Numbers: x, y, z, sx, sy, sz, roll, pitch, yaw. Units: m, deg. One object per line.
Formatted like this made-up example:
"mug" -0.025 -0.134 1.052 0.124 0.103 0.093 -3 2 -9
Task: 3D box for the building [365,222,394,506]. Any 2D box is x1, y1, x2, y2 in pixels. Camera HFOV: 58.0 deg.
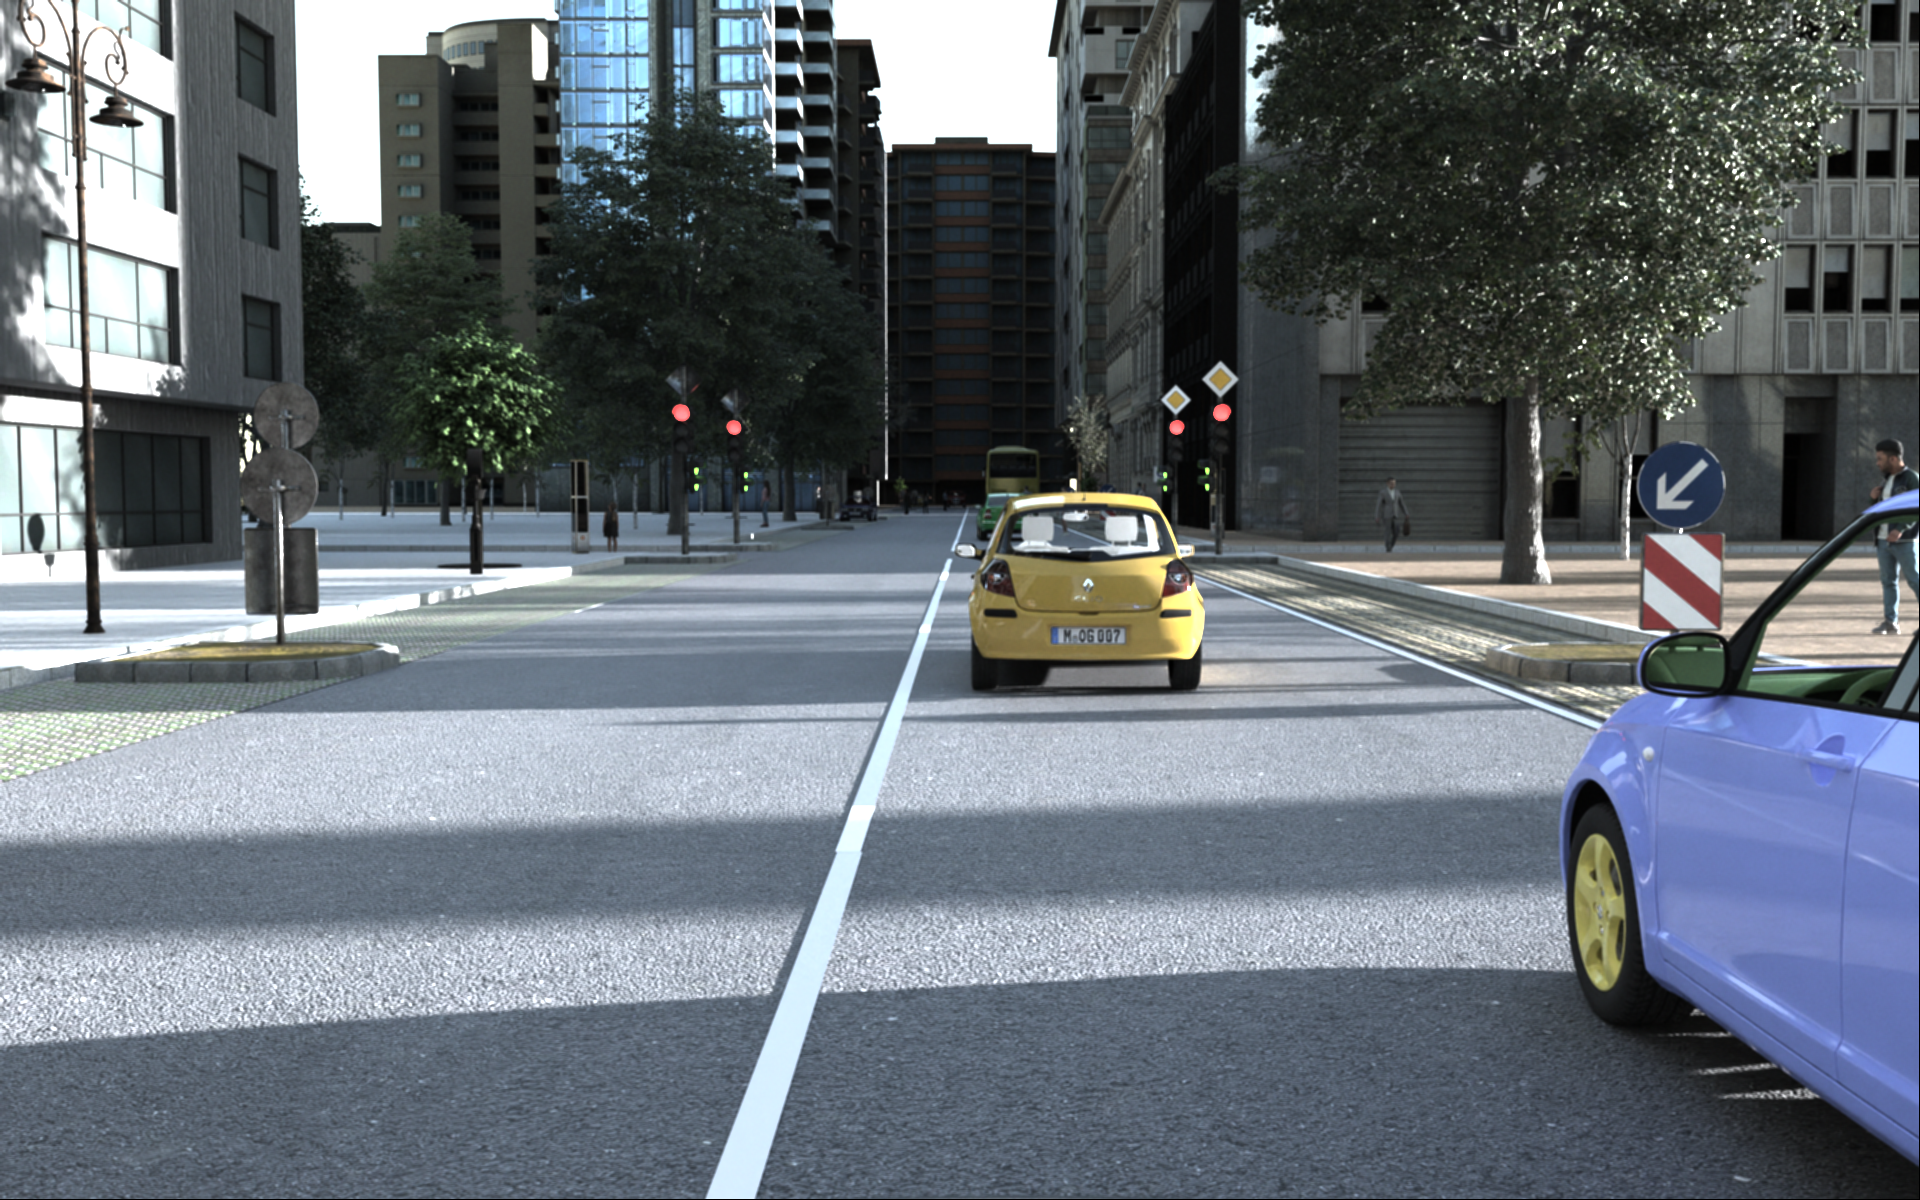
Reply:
"building" -65.296 -25.455 187.886 14.107 30.474 14.160 0 4 0

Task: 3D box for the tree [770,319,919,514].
"tree" -7.927 -12.482 114.457 12.009 13.543 11.850 0 3 0

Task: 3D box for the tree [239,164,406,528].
"tree" -23.491 -8.645 58.359 9.611 12.733 9.660 0 3 0

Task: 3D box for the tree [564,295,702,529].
"tree" -11.969 -6.937 63.778 4.360 8.622 3.978 0 3 0

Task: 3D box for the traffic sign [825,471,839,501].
"traffic sign" -7.079 -5.840 95.588 0.768 2.556 0.104 0 4 4

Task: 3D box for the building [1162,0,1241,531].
"building" 14.998 -14.561 67.755 12.332 23.373 15.834 0 4 0

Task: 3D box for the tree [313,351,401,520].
"tree" -31.127 -8.313 86.274 4.360 8.622 3.978 0 3 0

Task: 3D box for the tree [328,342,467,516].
"tree" -33.383 -10.187 100.962 7.601 10.594 8.767 0 4 8

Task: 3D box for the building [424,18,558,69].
"building" -50.050 -41.083 213.711 28.212 58.520 21.231 0 4 0

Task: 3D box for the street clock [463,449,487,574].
"street clock" -7.751 -1.415 27.705 0.358 2.002 0.471 -1 4 -13

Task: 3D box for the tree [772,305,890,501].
"tree" -7.606 -11.311 103.055 7.486 12.596 7.792 0 3 0

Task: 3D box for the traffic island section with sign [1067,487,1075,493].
"traffic island section with sign" 5.954 -5.356 96.194 1.989 1.847 2.006 0 4 0

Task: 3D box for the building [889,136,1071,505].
"building" -0.495 -34.274 215.012 28.867 44.769 22.147 0 4 0

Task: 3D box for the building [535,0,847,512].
"building" -19.679 -50.224 133.826 22.319 86.520 31.000 0 4 0

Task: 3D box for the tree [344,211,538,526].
"tree" -21.405 -9.303 70.230 7.486 12.596 7.792 0 3 0

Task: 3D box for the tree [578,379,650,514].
"tree" -16.395 -8.077 82.427 4.737 8.622 4.395 0 3 0

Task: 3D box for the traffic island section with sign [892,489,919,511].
"traffic island section with sign" -4.693 -8.432 146.485 1.989 1.847 2.006 0 4 0

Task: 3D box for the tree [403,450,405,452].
"tree" -31.093 -8.784 93.979 4.360 8.622 3.978 0 3 0

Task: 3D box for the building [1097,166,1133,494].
"building" 14.874 -17.179 109.762 11.050 23.489 19.941 0 4 0

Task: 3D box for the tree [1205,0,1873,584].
"tree" 8.078 -7.201 24.394 9.857 13.997 8.962 0 3 0

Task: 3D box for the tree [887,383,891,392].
"tree" -8.193 -10.707 81.711 9.857 13.997 8.962 0 3 0

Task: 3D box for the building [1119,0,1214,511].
"building" 15.839 -18.358 87.550 14.401 28.519 23.554 0 4 0

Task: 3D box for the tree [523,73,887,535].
"tree" -8.912 -9.043 54.507 9.857 13.997 8.962 0 3 0

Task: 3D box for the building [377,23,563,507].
"building" -47.466 -34.271 184.038 21.600 48.544 21.300 0 4 0

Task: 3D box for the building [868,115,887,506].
"building" -15.019 -30.790 187.016 14.086 41.232 14.154 0 4 0

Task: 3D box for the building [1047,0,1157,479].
"building" 23.950 -36.128 179.930 28.713 52.752 27.495 0 4 0

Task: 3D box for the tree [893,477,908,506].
"tree" -6.594 -12.128 192.892 1.663 3.219 1.824 0 3 0

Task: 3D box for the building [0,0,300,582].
"building" -19.963 -15.779 29.690 14.107 30.474 14.160 0 4 0

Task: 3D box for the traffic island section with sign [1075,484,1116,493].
"traffic island section with sign" 5.740 -3.707 69.240 1.989 1.847 2.006 0 4 0

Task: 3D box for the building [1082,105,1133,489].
"building" 16.241 -22.043 132.100 14.160 30.474 14.107 0 4 0

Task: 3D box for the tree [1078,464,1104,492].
"tree" 8.023 -7.020 109.384 1.663 3.219 1.824 0 3 0

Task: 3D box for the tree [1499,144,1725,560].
"tree" 12.864 -5.094 33.646 4.737 8.622 4.395 0 3 0

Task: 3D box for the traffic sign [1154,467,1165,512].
"traffic sign" 7.424 -3.773 63.814 0.606 2.300 0.079 1 4 9

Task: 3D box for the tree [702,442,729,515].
"tree" -15.522 -9.400 104.048 4.360 8.622 3.978 0 3 0

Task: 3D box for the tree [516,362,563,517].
"tree" -23.626 -8.892 95.738 4.360 8.622 3.978 0 3 0

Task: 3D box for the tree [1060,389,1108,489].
"tree" 9.136 -10.526 122.455 4.360 8.622 3.978 0 3 0

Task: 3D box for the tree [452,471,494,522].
"tree" -23.725 -8.354 86.955 4.737 8.622 4.395 0 3 0

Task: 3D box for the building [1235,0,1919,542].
"building" 19.174 -14.283 51.541 19.932 24.808 12.078 0 4 0

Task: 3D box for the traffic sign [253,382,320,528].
"traffic sign" -7.654 -1.197 19.684 0.768 2.556 0.104 0 4 3

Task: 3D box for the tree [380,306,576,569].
"tree" -8.532 -2.852 30.342 4.285 4.588 4.351 0 3 0

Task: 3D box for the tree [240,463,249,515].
"tree" -47.953 -12.206 101.388 13.155 14.587 18.604 -1 4 -19

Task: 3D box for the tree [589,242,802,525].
"tree" -11.651 -8.884 71.005 9.928 11.665 9.643 0 3 0

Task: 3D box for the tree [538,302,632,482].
"tree" -23.345 -11.308 103.006 7.486 12.596 7.792 0 3 0

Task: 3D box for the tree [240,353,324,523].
"tree" -32.155 -9.316 78.077 9.928 11.665 9.643 0 3 0

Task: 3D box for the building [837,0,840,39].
"building" -25.641 -47.387 213.027 20.611 71.187 20.563 0 4 0

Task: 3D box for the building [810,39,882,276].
"building" -18.802 -31.219 165.056 22.147 44.769 28.867 0 4 0
